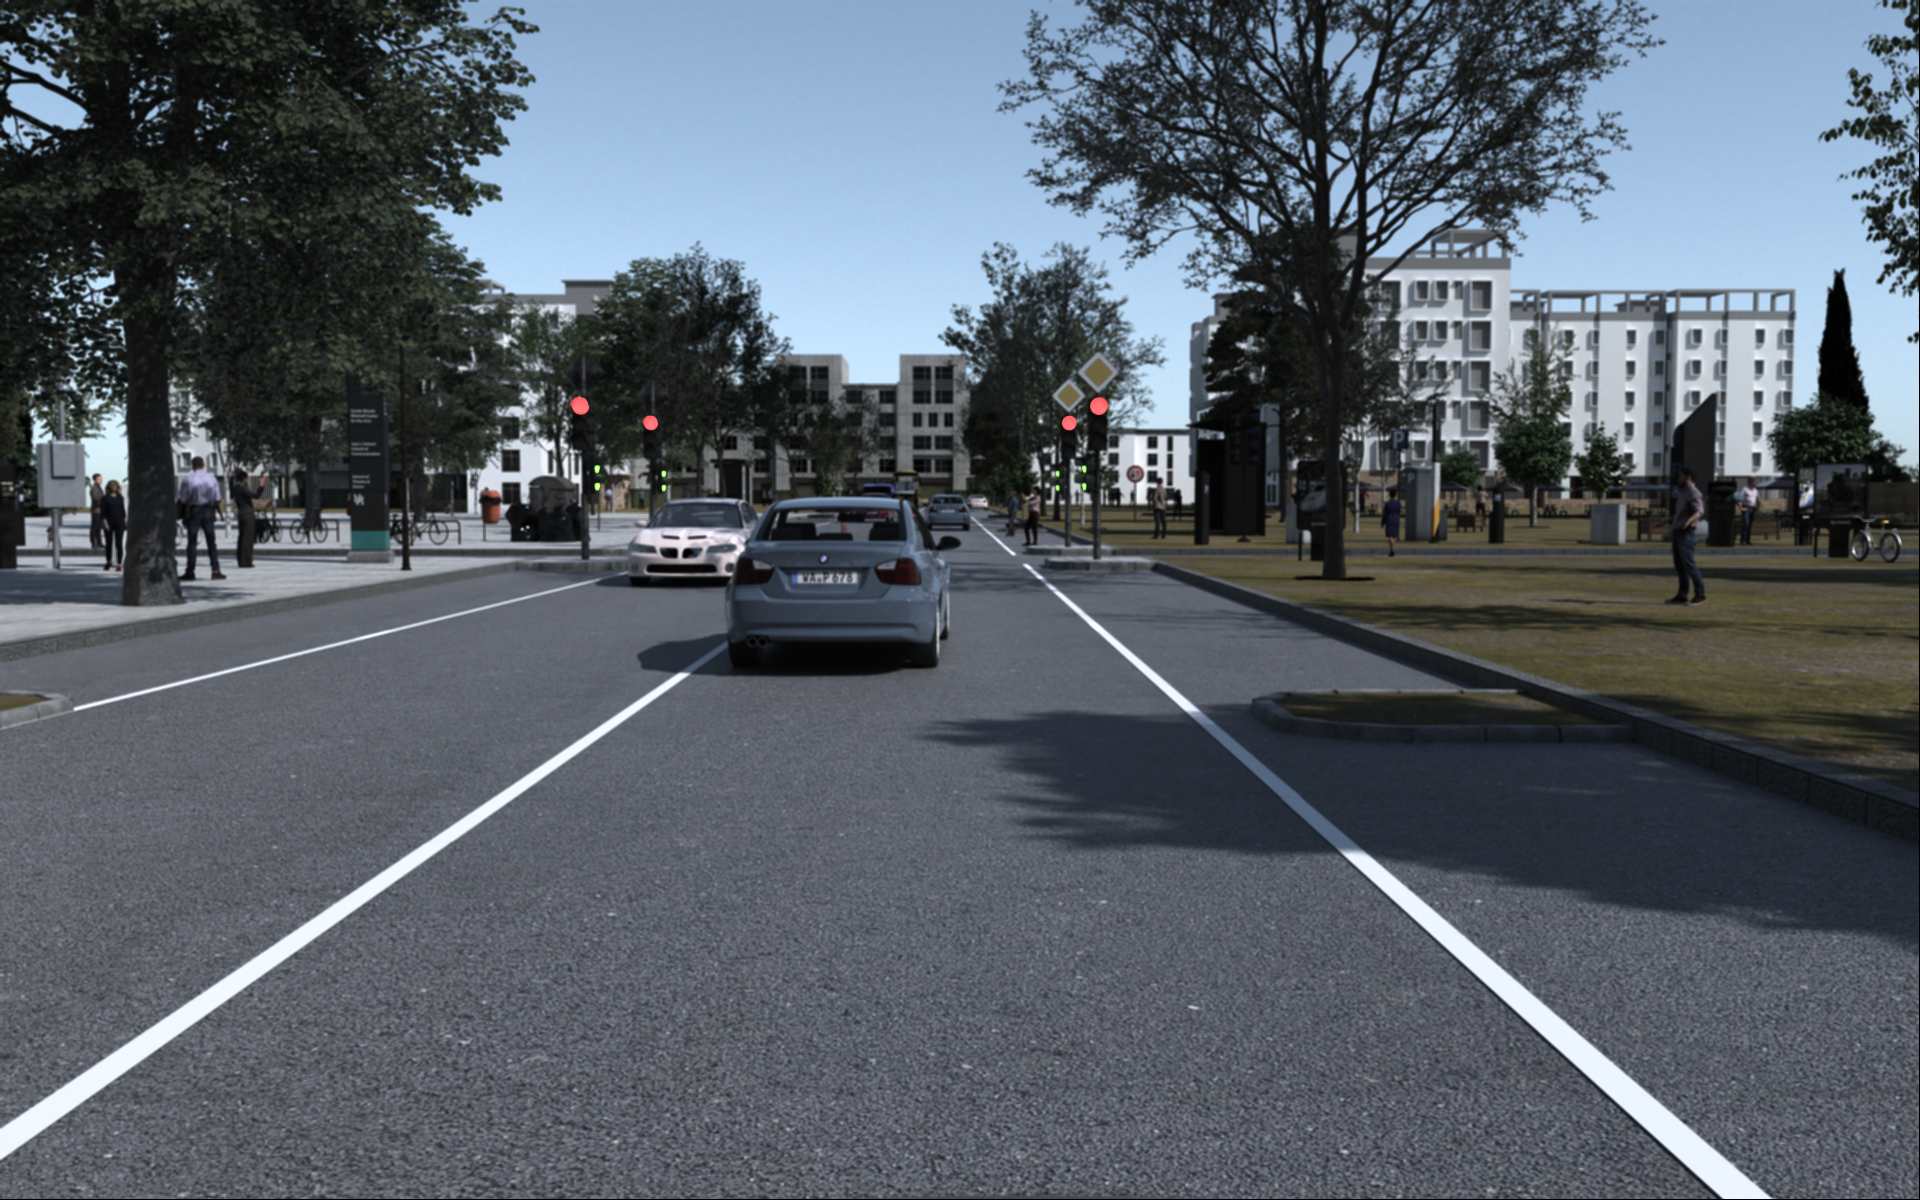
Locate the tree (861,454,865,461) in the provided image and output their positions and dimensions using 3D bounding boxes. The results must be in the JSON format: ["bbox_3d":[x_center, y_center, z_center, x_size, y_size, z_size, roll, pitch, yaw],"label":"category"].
[{"bbox_3d":[-11.420,-13.220,166.503,4.360,8.622,3.978,0,3,0],"label":"tree"}]

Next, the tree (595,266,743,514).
[{"bbox_3d":[-9.476,-6.516,56.903,4.360,8.622,3.978,0,3,0],"label":"tree"}]

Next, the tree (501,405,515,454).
[{"bbox_3d":[-29.987,-9.630,107.816,4.360,8.622,3.978,0,3,0],"label":"tree"}]

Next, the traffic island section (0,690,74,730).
[{"bbox_3d":[-6.818,0.732,10.902,1.991,0.108,1.994,0,4,0],"label":"traffic island section"}]

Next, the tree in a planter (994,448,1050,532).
[{"bbox_3d":[2.414,-4.235,66.472,1.991,3.239,1.994,0,4,0],"label":"tree in a planter"}]

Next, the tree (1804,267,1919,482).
[{"bbox_3d":[57.038,-12.449,105.356,13.155,14.587,18.604,0,4,3],"label":"tree"}]

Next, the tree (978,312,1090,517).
[{"bbox_3d":[4.627,-10.593,98.950,9.928,11.665,9.643,0,3,0],"label":"tree"}]

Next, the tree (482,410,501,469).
[{"bbox_3d":[-28.962,-9.016,97.777,4.360,8.622,3.978,0,3,0],"label":"tree"}]

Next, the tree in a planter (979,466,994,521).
[{"bbox_3d":[2.177,-5.883,93.415,1.991,3.239,1.994,0,4,0],"label":"tree in a planter"}]

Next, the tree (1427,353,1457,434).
[{"bbox_3d":[16.409,-7.076,66.055,4.360,8.622,3.978,0,3,0],"label":"tree"}]

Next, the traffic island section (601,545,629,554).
[{"bbox_3d":[-7.407,-1.195,41.822,2.009,0.180,2.903,0,4,0],"label":"traffic island section"}]

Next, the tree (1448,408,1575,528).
[{"bbox_3d":[22.007,-5.061,66.455,4.285,4.588,4.351,0,3,0],"label":"tree"}]

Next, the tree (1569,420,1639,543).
[{"bbox_3d":[16.851,-3.099,45.265,1.663,3.219,1.824,0,3,0],"label":"tree"}]

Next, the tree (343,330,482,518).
[{"bbox_3d":[-23.349,-7.542,73.670,4.360,8.622,3.978,0,3,0],"label":"tree"}]

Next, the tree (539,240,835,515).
[{"bbox_3d":[-9.948,-7.965,64.641,8.767,10.594,7.601,1,4,9],"label":"tree"}]

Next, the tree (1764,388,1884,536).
[{"bbox_3d":[26.693,-4.272,53.560,4.285,4.588,4.351,0,3,0],"label":"tree"}]

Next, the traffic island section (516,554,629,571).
[{"bbox_3d":[-7.338,-0.707,33.837,2.009,0.180,2.903,0,4,0],"label":"traffic island section"}]

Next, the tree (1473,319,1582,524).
[{"bbox_3d":[24.307,-7.533,73.521,4.737,8.622,4.395,0,3,0],"label":"tree"}]

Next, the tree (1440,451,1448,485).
[{"bbox_3d":[33.117,-8.029,114.988,4.285,4.588,4.351,0,3,0],"label":"tree"}]

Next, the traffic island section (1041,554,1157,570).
[{"bbox_3d":[2.703,-0.712,33.919,2.009,0.180,2.903,0,4,0],"label":"traffic island section"}]

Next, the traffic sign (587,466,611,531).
[{"bbox_3d":[-12.711,-3.725,60.910,0.884,2.594,0.081,1,4,9],"label":"traffic sign"}]

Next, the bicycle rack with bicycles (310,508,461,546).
[{"bbox_3d":[-14.126,-1.852,43.669,2.852,0.926,2.925,2,4,25],"label":"bicycle rack with bicycles"}]

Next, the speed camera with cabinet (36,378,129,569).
[{"bbox_3d":[-14.944,-2.197,30.263,2.038,3.252,0.660,-3,4,-37],"label":"speed camera with cabinet"}]

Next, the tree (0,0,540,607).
[{"bbox_3d":[-9.482,-6.911,19.655,9.857,13.997,8.962,0,3,0],"label":"tree"}]

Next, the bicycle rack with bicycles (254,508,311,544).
[{"bbox_3d":[-17.714,-1.954,45.322,2.852,0.926,2.925,0,4,5],"label":"bicycle rack with bicycles"}]

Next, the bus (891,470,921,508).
[{"bbox_3d":[-5.413,-11.381,177.630,2.896,3.916,12.252,0,4,-1],"label":"bus"}]

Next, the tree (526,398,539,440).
[{"bbox_3d":[-22.214,-10.425,104.867,8.767,10.594,7.601,0,4,-4],"label":"tree"}]

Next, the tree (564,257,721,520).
[{"bbox_3d":[-15.303,-10.127,83.705,7.486,12.596,7.792,0,3,0],"label":"tree"}]

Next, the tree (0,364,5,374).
[{"bbox_3d":[-34.972,-6.669,59.409,4.360,8.622,3.978,0,3,0],"label":"tree"}]

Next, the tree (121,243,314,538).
[{"bbox_3d":[-21.170,-6.106,50.193,4.360,8.622,3.978,0,3,0],"label":"tree"}]

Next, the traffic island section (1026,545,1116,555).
[{"bbox_3d":[2.634,-1.200,41.904,2.009,0.180,2.903,0,4,0],"label":"traffic island section"}]

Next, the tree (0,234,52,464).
[{"bbox_3d":[-30.938,-7.934,51.771,6.751,12.117,7.091,0,3,0],"label":"tree"}]

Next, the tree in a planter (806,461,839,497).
[{"bbox_3d":[-7.538,-5.935,94.259,1.991,3.239,1.994,0,4,0],"label":"tree in a planter"}]

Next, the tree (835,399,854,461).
[{"bbox_3d":[-10.271,-8.523,73.764,7.601,10.594,8.767,2,4,31],"label":"tree"}]

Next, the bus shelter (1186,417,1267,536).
[{"bbox_3d":[8.552,-3.952,55.894,1.731,3.624,6.357,0,4,0],"label":"bus shelter"}]

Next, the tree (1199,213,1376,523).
[{"bbox_3d":[14.483,-10.424,77.847,7.806,13.903,7.818,0,3,0],"label":"tree"}]

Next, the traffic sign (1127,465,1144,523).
[{"bbox_3d":[7.792,-4.703,77.005,0.768,2.556,0.104,0,4,8],"label":"traffic sign"}]

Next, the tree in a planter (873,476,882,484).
[{"bbox_3d":[-8.222,-10.703,172.209,1.991,3.239,1.994,0,4,0],"label":"tree in a planter"}]

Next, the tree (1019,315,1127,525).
[{"bbox_3d":[4.878,-7.395,71.273,4.737,8.622,4.395,0,3,0],"label":"tree"}]

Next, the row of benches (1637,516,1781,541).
[{"bbox_3d":[20.806,-2.008,48.300,4.104,0.672,1.422,0,4,-8],"label":"row of benches"}]

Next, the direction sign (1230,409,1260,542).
[{"bbox_3d":[7.595,-3.317,46.231,0.876,3.537,0.379,3,4,37],"label":"direction sign"}]

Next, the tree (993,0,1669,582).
[{"bbox_3d":[5.511,-7.046,25.566,12.009,13.543,11.850,0,3,0],"label":"tree"}]

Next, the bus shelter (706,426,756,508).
[{"bbox_3d":[-13.949,-7.804,105.224,2.179,5.291,8.768,0,4,0],"label":"bus shelter"}]

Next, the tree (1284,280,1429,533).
[{"bbox_3d":[12.940,-6.546,57.396,4.360,8.622,3.978,0,3,0],"label":"tree"}]

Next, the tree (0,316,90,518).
[{"bbox_3d":[-58.223,-12.047,98.793,18.604,14.587,13.155,3,5,42],"label":"tree"}]

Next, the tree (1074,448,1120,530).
[{"bbox_3d":[4.794,-4.164,62.675,1.663,3.219,1.824,0,3,0],"label":"tree"}]

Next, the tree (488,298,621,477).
[{"bbox_3d":[-21.510,-10.218,92.819,9.928,11.665,9.643,0,3,0],"label":"tree"}]

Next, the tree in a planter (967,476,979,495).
[{"bbox_3d":[1.517,-10.621,170.872,1.991,3.239,1.994,0,4,0],"label":"tree in a planter"}]

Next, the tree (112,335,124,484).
[{"bbox_3d":[-35.155,-7.667,75.718,4.360,8.622,3.978,0,3,0],"label":"tree"}]

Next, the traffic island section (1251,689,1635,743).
[{"bbox_3d":[2.901,0.728,10.968,1.991,0.108,1.994,0,4,0],"label":"traffic island section"}]

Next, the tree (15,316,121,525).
[{"bbox_3d":[-36.735,-7.373,70.917,4.737,8.622,4.395,0,3,0],"label":"tree"}]
